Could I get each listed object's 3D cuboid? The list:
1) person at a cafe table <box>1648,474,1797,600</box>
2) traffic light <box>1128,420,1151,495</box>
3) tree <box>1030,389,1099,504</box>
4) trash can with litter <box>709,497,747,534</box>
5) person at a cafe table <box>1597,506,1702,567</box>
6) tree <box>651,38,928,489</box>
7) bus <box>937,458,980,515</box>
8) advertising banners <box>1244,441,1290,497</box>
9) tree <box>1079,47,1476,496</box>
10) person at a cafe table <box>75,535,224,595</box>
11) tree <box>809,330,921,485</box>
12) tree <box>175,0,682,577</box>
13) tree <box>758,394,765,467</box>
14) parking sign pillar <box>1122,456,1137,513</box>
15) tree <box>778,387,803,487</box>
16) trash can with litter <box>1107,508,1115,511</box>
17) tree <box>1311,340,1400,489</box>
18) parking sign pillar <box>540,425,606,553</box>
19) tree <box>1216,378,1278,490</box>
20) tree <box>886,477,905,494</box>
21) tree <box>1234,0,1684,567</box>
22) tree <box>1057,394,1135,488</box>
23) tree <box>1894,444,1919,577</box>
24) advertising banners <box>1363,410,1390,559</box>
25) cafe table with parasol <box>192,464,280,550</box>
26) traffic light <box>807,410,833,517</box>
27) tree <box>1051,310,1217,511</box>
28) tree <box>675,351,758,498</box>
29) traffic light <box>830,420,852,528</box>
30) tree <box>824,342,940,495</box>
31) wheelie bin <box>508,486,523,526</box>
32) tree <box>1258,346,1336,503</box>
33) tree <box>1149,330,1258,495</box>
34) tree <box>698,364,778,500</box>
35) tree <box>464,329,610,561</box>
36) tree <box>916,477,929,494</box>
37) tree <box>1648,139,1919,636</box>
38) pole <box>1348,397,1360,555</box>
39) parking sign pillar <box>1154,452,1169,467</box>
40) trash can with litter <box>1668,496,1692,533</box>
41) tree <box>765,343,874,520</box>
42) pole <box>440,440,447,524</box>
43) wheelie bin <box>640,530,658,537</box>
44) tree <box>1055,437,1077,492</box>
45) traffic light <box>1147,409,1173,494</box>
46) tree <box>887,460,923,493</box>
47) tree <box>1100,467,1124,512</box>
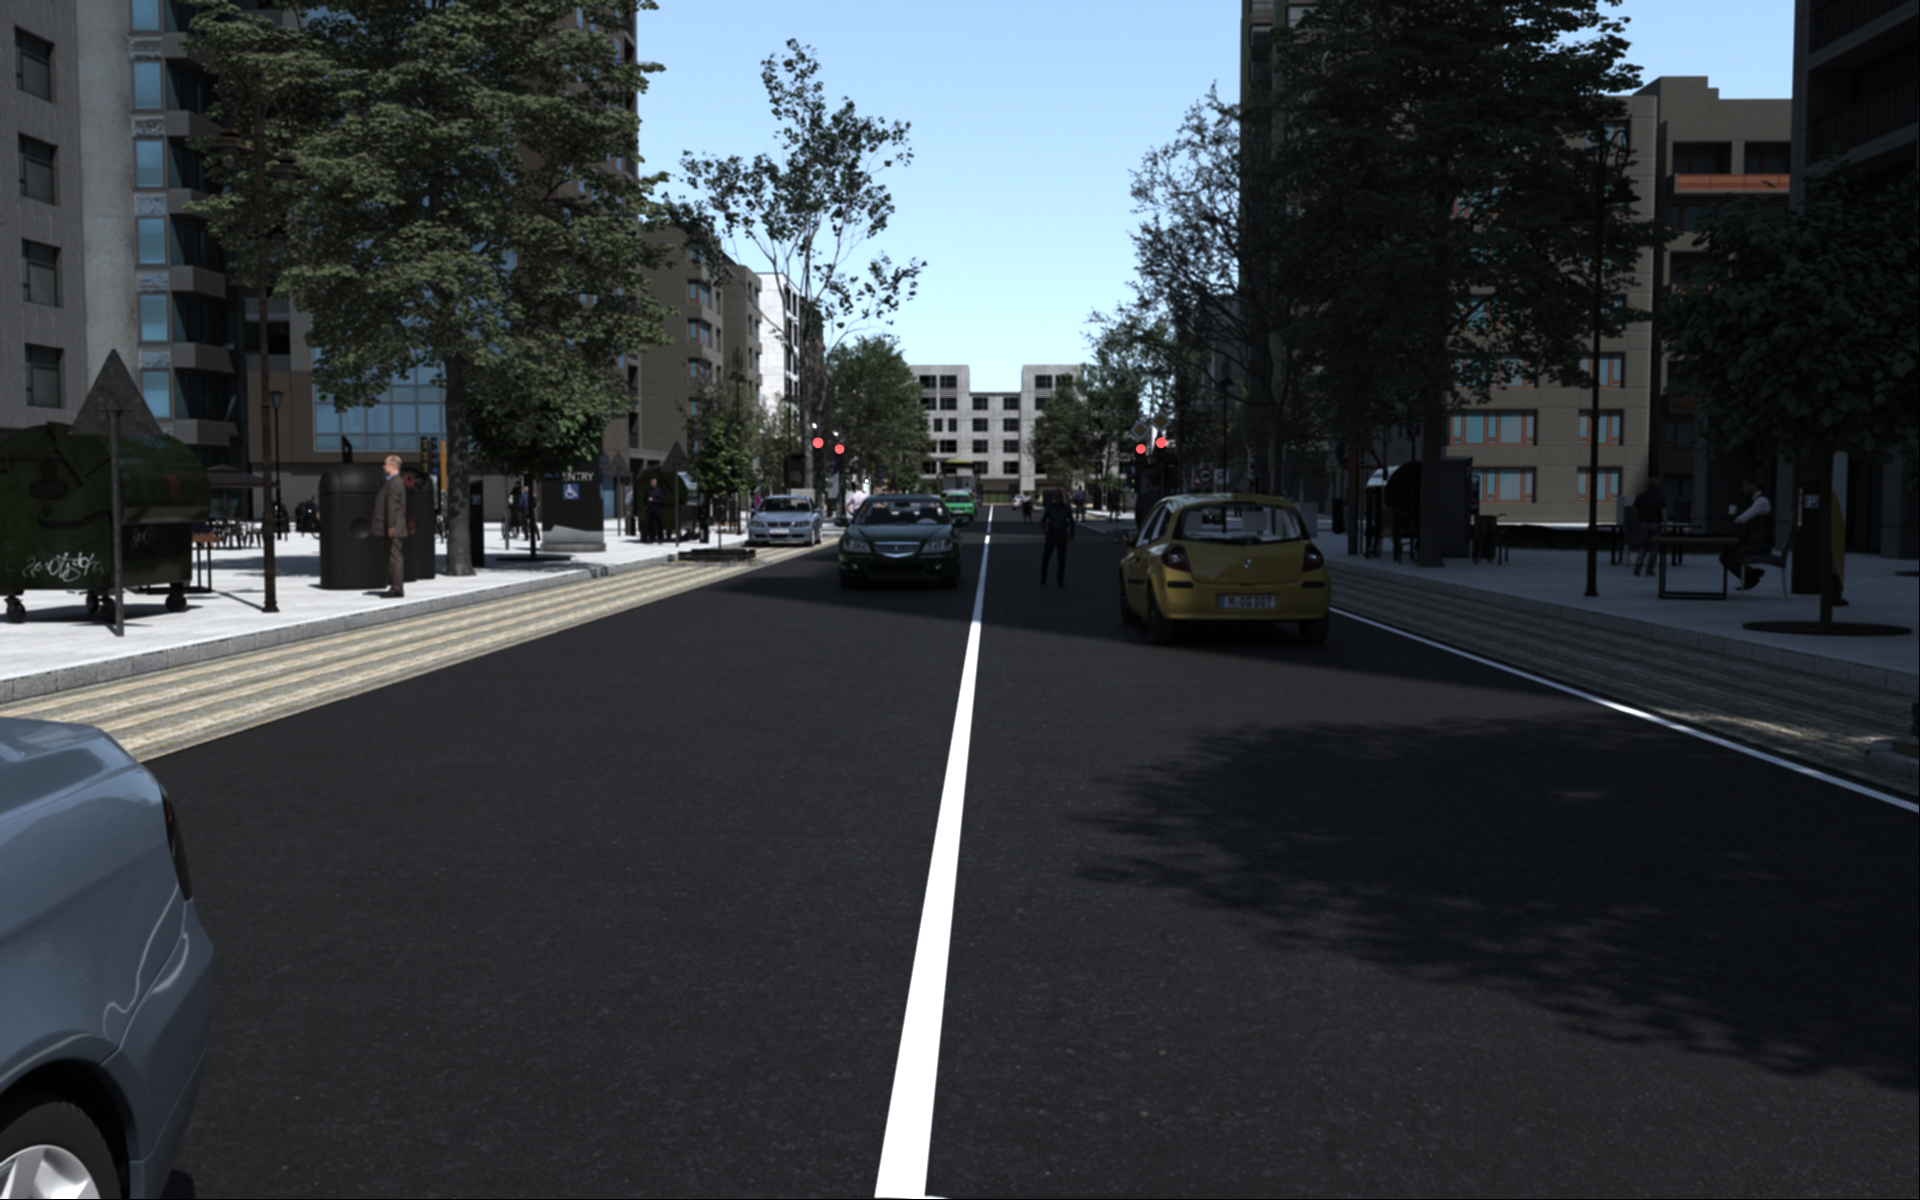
[{"bbox_3d":[9.403,-0.786,21.360,1.622,1.524,1.698,2,4,24],"label":"person at a cafe table"},{"bbox_3d":[6.792,-4.686,65.542,0.839,4.253,0.868,0,4,1],"label":"traffic light"},{"bbox_3d":[10.990,-16.383,185.990,7.486,12.596,7.792,0,3,0],"label":"tree"},{"bbox_3d":[-7.445,-2.788,56.647,1.678,1.210,2.233,-2,4,-23],"label":"trash can with litter"},{"bbox_3d":[12.275,-1.237,31.082,1.698,1.238,1.726,2,4,31],"label":"person at a cafe table"},{"bbox_3d":[-7.574,-13.406,75.074,12.611,20.169,13.585,0,3,0],"label":"tree"},{"bbox_3d":[-0.049,-8.058,123.288,2.896,3.916,12.252,0,4,1],"label":"bus"},{"bbox_3d":[10.280,-3.780,57.987,2.074,3.025,0.090,-2,4,-33],"label":"advertising banners"},{"bbox_3d":[8.771,-8.367,47.175,12.009,13.543,11.850,0,3,0],"label":"tree"},{"bbox_3d":[-10.593,-0.709,22.447,1.726,1.238,1.698,-2,4,-30],"label":"person at a cafe table"},{"bbox_3d":[-6.241,-11.265,109.930,9.928,11.665,9.643,0,3,0],"label":"tree"},{"bbox_3d":[-8.277,-6.644,26.749,7.486,12.596,7.792,0,3,0],"label":"tree"},{"bbox_3d":[-13.750,-10.744,126.023,4.360,8.622,3.978,0,3,0],"label":"tree"},{"bbox_3d":[12.071,-8.111,121.092,1.447,3.967,1.447,-1,4,-17],"label":"parking sign pillar"},{"bbox_3d":[-12.380,-10.324,119.162,4.737,8.622,4.395,0,3,0],"label":"tree"},{"bbox_3d":[11.319,-7.219,129.091,1.678,1.210,2.233,0,4,-5],"label":"trash can with litter"},{"bbox_3d":[16.862,-7.593,74.514,4.737,8.622,4.395,0,3,0],"label":"tree"},{"bbox_3d":[-8.628,-3.061,38.526,1.447,3.967,1.447,0,4,-1],"label":"parking sign pillar"},{"bbox_3d":[17.795,-9.539,106.330,4.737,8.622,4.395,0,3,0],"label":"tree"},{"bbox_3d":[-5.710,-9.705,153.279,1.663,3.219,1.824,0,3,0],"label":"tree"},{"bbox_3d":[8.436,-6.830,29.797,7.486,12.596,7.792,0,3,0],"label":"tree"},{"bbox_3d":[11.942,-13.088,148.401,7.601,10.594,8.767,-1,4,-9],"label":"tree"},{"bbox_3d":[15.132,-1.983,27.018,1.663,3.219,1.824,0,3,0],"label":"tree"},{"bbox_3d":[8.486,-2.384,35.173,0.090,3.025,2.074,2,4,26],"label":"advertising banners"},{"bbox_3d":[-17.035,-2.154,40.076,2.610,1.966,2.610,1,4,13],"label":"cafe table with parasol"},{"bbox_3d":[-4.682,-4.210,57.760,0.839,4.253,0.868,0,4,1],"label":"traffic light"},{"bbox_3d":[10.650,-10.513,97.645,9.928,11.665,9.643,0,3,0],"label":"tree"},{"bbox_3d":[-12.560,-8.466,88.773,4.360,8.622,3.978,0,3,0],"label":"tree"},{"bbox_3d":[-4.528,-4.699,65.744,0.839,4.253,0.868,0,4,1],"label":"traffic light"},{"bbox_3d":[-6.546,-12.779,127.068,7.486,12.596,7.792,0,3,0],"label":"tree"},{"bbox_3d":[-17.289,-3.679,68.066,0.693,1.594,0.980,1,4,23],"label":"wheelie bin"},{"bbox_3d":[17.411,-8.385,87.451,4.360,8.622,3.978,0,3,0],"label":"tree"},{"bbox_3d":[10.405,-7.857,78.822,4.360,8.622,3.978,0,3,0],"label":"tree"},{"bbox_3d":[-13.045,-9.075,98.747,4.737,8.622,4.395,0,3,0],"label":"tree"},{"bbox_3d":[-8.305,-3.060,33.740,4.285,4.588,4.351,0,3,0],"label":"tree"},{"bbox_3d":[-4.329,-12.221,194.421,1.663,3.219,1.824,0,3,0],"label":"tree"},{"bbox_3d":[8.206,-1.993,16.294,4.285,4.588,4.351,0,3,0],"label":"tree"},{"bbox_3d":[8.274,-2.601,36.375,0.158,3.312,0.155,0,3,0],"label":"pole"},{"bbox_3d":[13.008,-7.793,115.894,1.447,3.967,1.447,0,4,-5],"label":"parking sign pillar"},{"bbox_3d":[22.983,-2.748,55.995,2.233,1.210,1.678,3,4,38],"label":"trash can with litter"},{"bbox_3d":[-6.568,-8.255,85.330,4.360,8.622,3.978,0,3,0],"label":"tree"},{"bbox_3d":[-19.640,-4.407,65.894,0.158,3.312,0.155,0,3,0],"label":"pole"},{"bbox_3d":[-9.351,-2.727,52.494,0.693,1.594,0.980,-1,4,-19],"label":"wheelie bin"},{"bbox_3d":[12.627,-15.682,206.769,4.737,8.622,4.395,0,3,0],"label":"tree"},{"bbox_3d":[6.637,-4.198,57.558,0.839,4.253,0.868,0,4,1],"label":"traffic light"},{"bbox_3d":[-4.851,-10.604,157.092,4.285,4.588,4.351,0,3,0],"label":"tree"},{"bbox_3d":[10.822,-7.978,125.044,1.663,3.219,1.824,0,3,0],"label":"tree"}]
